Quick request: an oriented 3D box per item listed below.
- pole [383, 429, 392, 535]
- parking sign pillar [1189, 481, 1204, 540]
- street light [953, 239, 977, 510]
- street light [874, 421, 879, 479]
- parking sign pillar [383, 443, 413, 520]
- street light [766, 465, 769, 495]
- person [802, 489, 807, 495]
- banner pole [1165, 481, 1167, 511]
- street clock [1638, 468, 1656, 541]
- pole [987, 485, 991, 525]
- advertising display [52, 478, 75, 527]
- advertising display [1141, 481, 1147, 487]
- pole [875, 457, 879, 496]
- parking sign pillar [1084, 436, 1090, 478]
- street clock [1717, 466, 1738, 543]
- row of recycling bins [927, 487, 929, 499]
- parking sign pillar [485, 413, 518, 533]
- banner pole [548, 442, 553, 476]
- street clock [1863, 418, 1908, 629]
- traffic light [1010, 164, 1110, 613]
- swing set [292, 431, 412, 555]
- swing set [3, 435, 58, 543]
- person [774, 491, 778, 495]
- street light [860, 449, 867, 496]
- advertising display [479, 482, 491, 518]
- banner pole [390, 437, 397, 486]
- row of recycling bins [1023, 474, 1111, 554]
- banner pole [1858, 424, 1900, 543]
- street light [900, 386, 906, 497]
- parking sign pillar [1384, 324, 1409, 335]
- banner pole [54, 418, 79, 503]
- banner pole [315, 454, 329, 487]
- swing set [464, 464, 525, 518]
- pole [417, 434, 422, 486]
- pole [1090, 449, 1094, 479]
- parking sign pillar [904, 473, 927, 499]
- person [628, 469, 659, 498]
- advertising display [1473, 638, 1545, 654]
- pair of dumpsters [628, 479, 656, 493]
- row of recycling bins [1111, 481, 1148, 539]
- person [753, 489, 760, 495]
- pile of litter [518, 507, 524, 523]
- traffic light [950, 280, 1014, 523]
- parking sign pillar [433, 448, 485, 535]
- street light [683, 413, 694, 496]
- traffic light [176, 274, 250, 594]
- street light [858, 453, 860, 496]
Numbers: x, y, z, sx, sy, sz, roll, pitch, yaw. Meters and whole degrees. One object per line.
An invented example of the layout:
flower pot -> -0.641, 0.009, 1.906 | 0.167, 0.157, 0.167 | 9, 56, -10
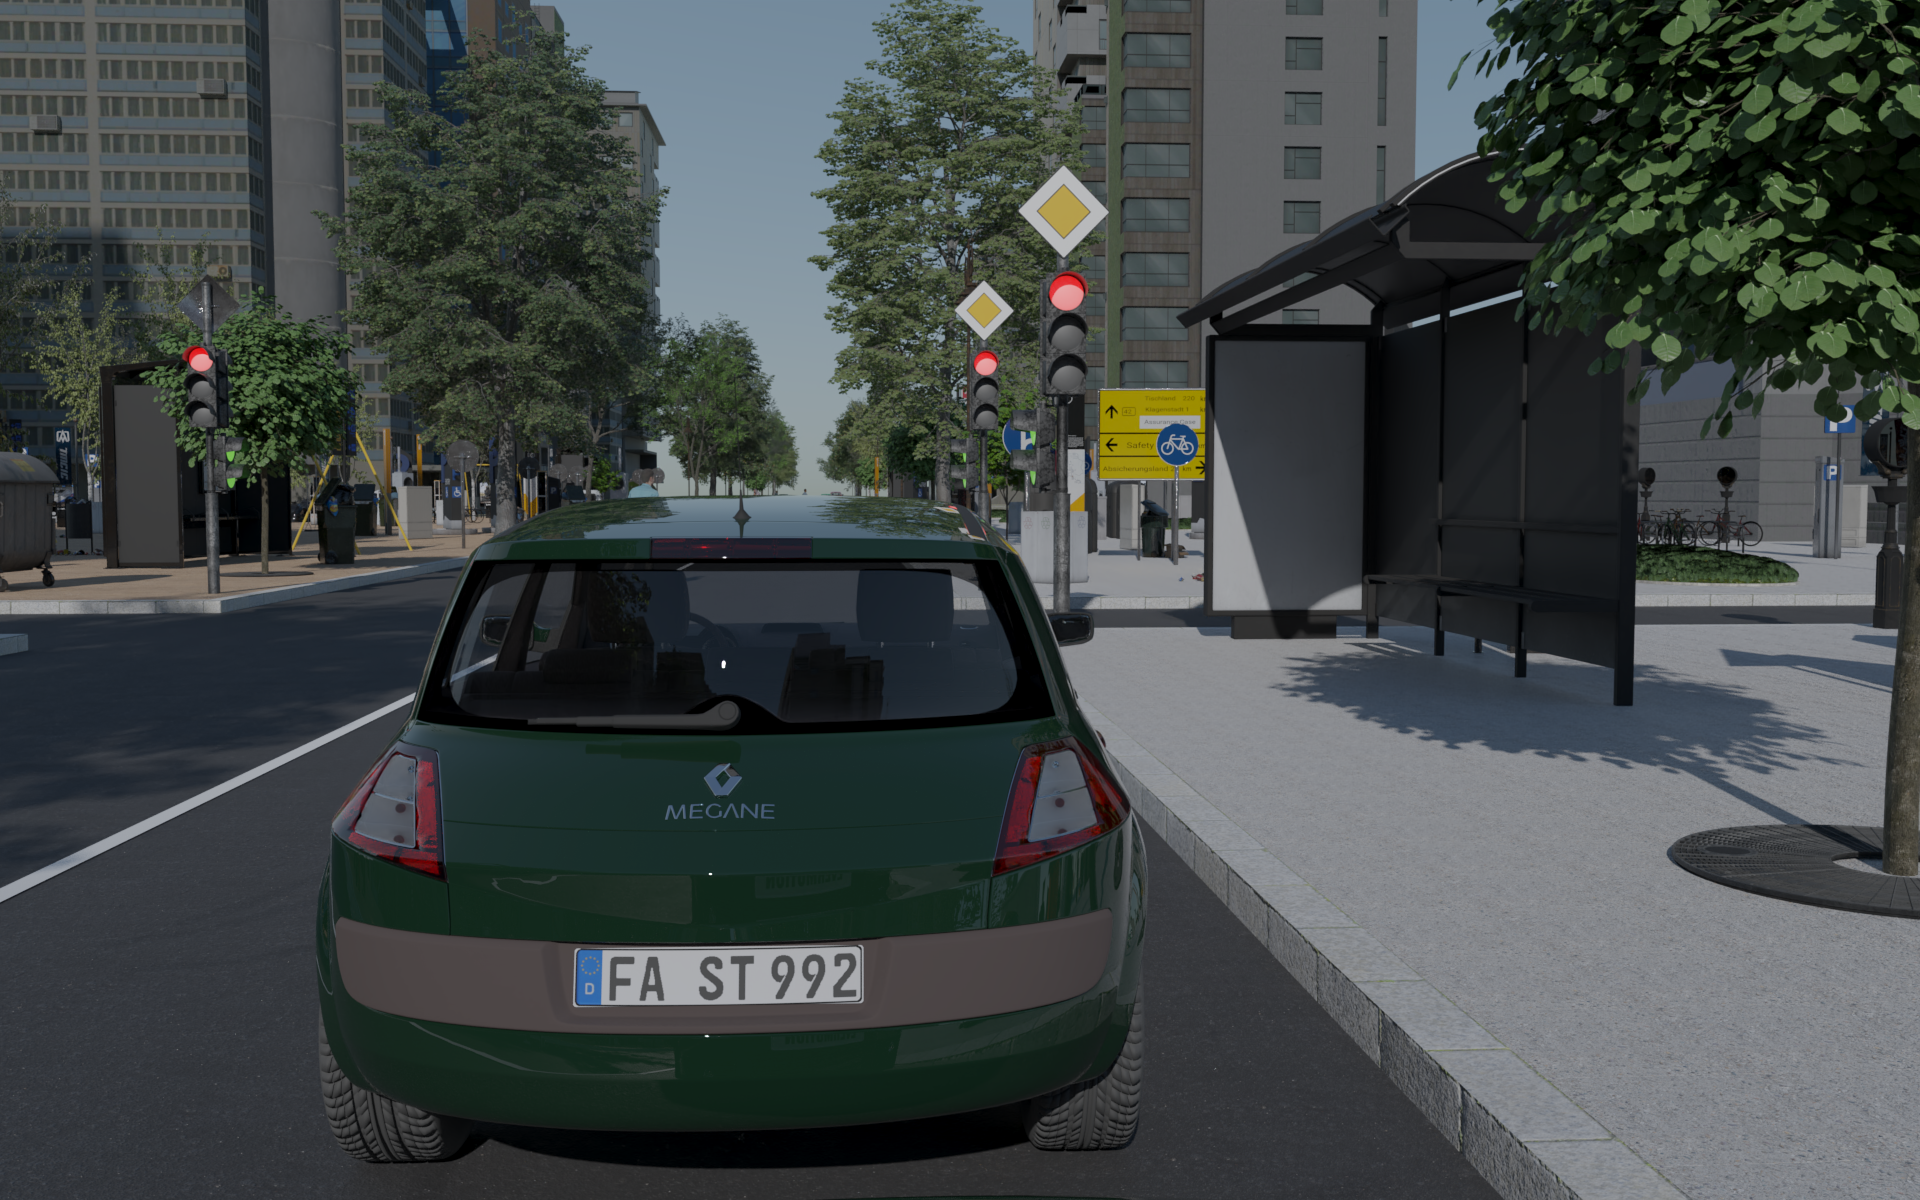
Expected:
pole -> -17.884, -3.686, 54.101 | 0.158, 3.312, 0.155 | 0, 3, 0
parking sign pillar -> 7.266, -3.721, 49.306 | 1.447, 3.967, 1.447 | 3, 4, 36
street light -> 0.157, -3.597, 31.593 | 0.468, 5.910, 1.993 | 0, 4, -4
street light -> -5.241, -8.214, 107.091 | 0.468, 5.910, 1.993 | 0, 4, -4
parking sign pillar -> -26.796, -5.759, 82.627 | 1.447, 3.967, 1.447 | -1, 4, -20
street light -> -23.784, -14.804, 214.835 | 0.468, 5.910, 1.993 | 0, 4, -4
person -> -11.426, -7.317, 128.118 | 0.705, 1.826, 1.348 | -3, 5, -41
banner pole -> 9.329, -5.393, 78.191 | 0.401, 3.779, 0.863 | 0, 4, 6
street clock -> 18.740, -2.615, 47.320 | 0.471, 2.002, 0.358 | -2, 4, -29
pole -> 1.087, -4.401, 65.807 | 0.158, 3.312, 0.155 | 0, 3, 0
advertising display -> -34.723, -3.774, 66.917 | 0.123, 1.923, 0.974 | 3, 4, 36
advertising display -> 7.018, -3.921, 69.321 | 0.974, 1.923, 0.123 | 2, 4, 24
pole -> -4.599, -6.235, 95.781 | 0.158, 3.312, 0.155 | 0, 3, 0
parking sign pillar -> 5.918, -5.659, 80.995 | 1.447, 3.967, 1.447 | -1, 4, -16
street clock -> 20.043, -2.490, 45.288 | 0.471, 2.002, 0.358 | 2, 4, 34
row of recycling bins -> -1.656, -5.394, 95.298 | 1.069, 1.692, 3.534 | 1, 4, 15
parking sign pillar -> -15.059, -4.199, 57.120 | 1.447, 3.967, 1.447 | -3, 4, -37
banner pole -> -18.783, -5.470, 79.452 | 0.401, 3.779, 0.863 | -2, 4, -30
street clock -> 8.859, -0.728, 16.477 | 0.471, 2.002, 0.358 | 0, 4, -6
traffic light -> 0.864, -1.592, 14.945 | 0.839, 4.253, 0.868 | 0, 4, -4
swing set -> -13.985, -2.463, 37.894 | 2.862, 2.851, 3.119 | 0, 4, 4
swing set -> -25.365, -2.852, 44.243 | 2.862, 2.851, 3.119 | 0, 4, 3
person -> -19.562, -10.787, 184.956 | 0.705, 1.814, 1.350 | 2, 4, 27
street light -> -7.594, -10.238, 140.180 | 0.468, 5.910, 1.993 | 0, 4, -4
advertising display -> -25.162, -5.341, 92.534 | 0.974, 1.923, 0.123 | 0, 4, -6
banner pole -> -24.745, -5.240, 75.699 | 0.401, 3.779, 0.863 | 0, 4, 1
row of recycling bins -> 2.210, -1.823, 36.921 | 1.069, 1.692, 3.534 | 1, 4, 19
banner pole -> 15.362, -2.372, 28.794 | 0.401, 3.779, 0.863 | -2, 4, -33
street light -> -2.166, -5.604, 64.416 | 0.468, 5.910, 1.993 | 0, 4, -4
parking sign pillar -> 6.572, -2.228, 24.902 | 1.447, 3.967, 1.447 | 3, 5, 42
banner pole -> -29.485, -4.118, 57.351 | 0.863, 3.779, 0.401 | -1, 4, -19
banner pole -> -27.698, -5.202, 75.071 | 0.401, 3.779, 0.863 | 2, 4, 35
swing set -> -24.477, -5.707, 90.933 | 3.119, 2.851, 2.862 | 0, 4, -4
pole -> -18.470, -3.999, 59.224 | 0.158, 3.312, 0.155 | 0, 3, 0
pole -> 6.005, -5.194, 78.769 | 0.158, 3.312, 0.155 | 0, 3, 0
parking sign pillar -> -1.832, -5.094, 71.754 | 1.447, 3.967, 1.447 | 2, 4, 26
person -> -4.913, -1.106, 26.597 | 0.660, 1.820, 0.620 | 1, 4, 22
advertising display -> 4.608, -0.532, 13.916 | 0.974, 1.923, 0.123 | 0, 4, 3
pair of dumpsters -> -17.088, -5.488, 92.226 | 1.574, 2.255, 4.437 | 0, 4, -4
row of recycling bins -> 4.826, -2.673, 50.822 | 1.069, 1.692, 3.534 | 0, 4, -2
person -> -11.733, -5.538, 99.714 | 0.551, 1.740, 0.621 | 2, 4, 25
pile of litter -> -15.892, -3.021, 63.352 | 1.176, 0.858, 1.719 | 1, 4, 9
traffic light -> 0.295, -2.079, 22.910 | 0.839, 4.253, 0.868 | 0, 4, -4
parking sign pillar -> -15.989, -4.045, 54.615 | 1.447, 3.967, 1.447 | -2, 4, -28
street light -> -15.490, -7.716, 98.942 | 0.468, 5.910, 1.993 | 0, 4, -4
traffic light -> -9.590, -2.035, 22.192 | 0.839, 4.253, 0.868 | 0, 4, -4
street light -> -9.909, -12.279, 173.553 | 0.468, 5.910, 1.993 | 0, 4, -4
